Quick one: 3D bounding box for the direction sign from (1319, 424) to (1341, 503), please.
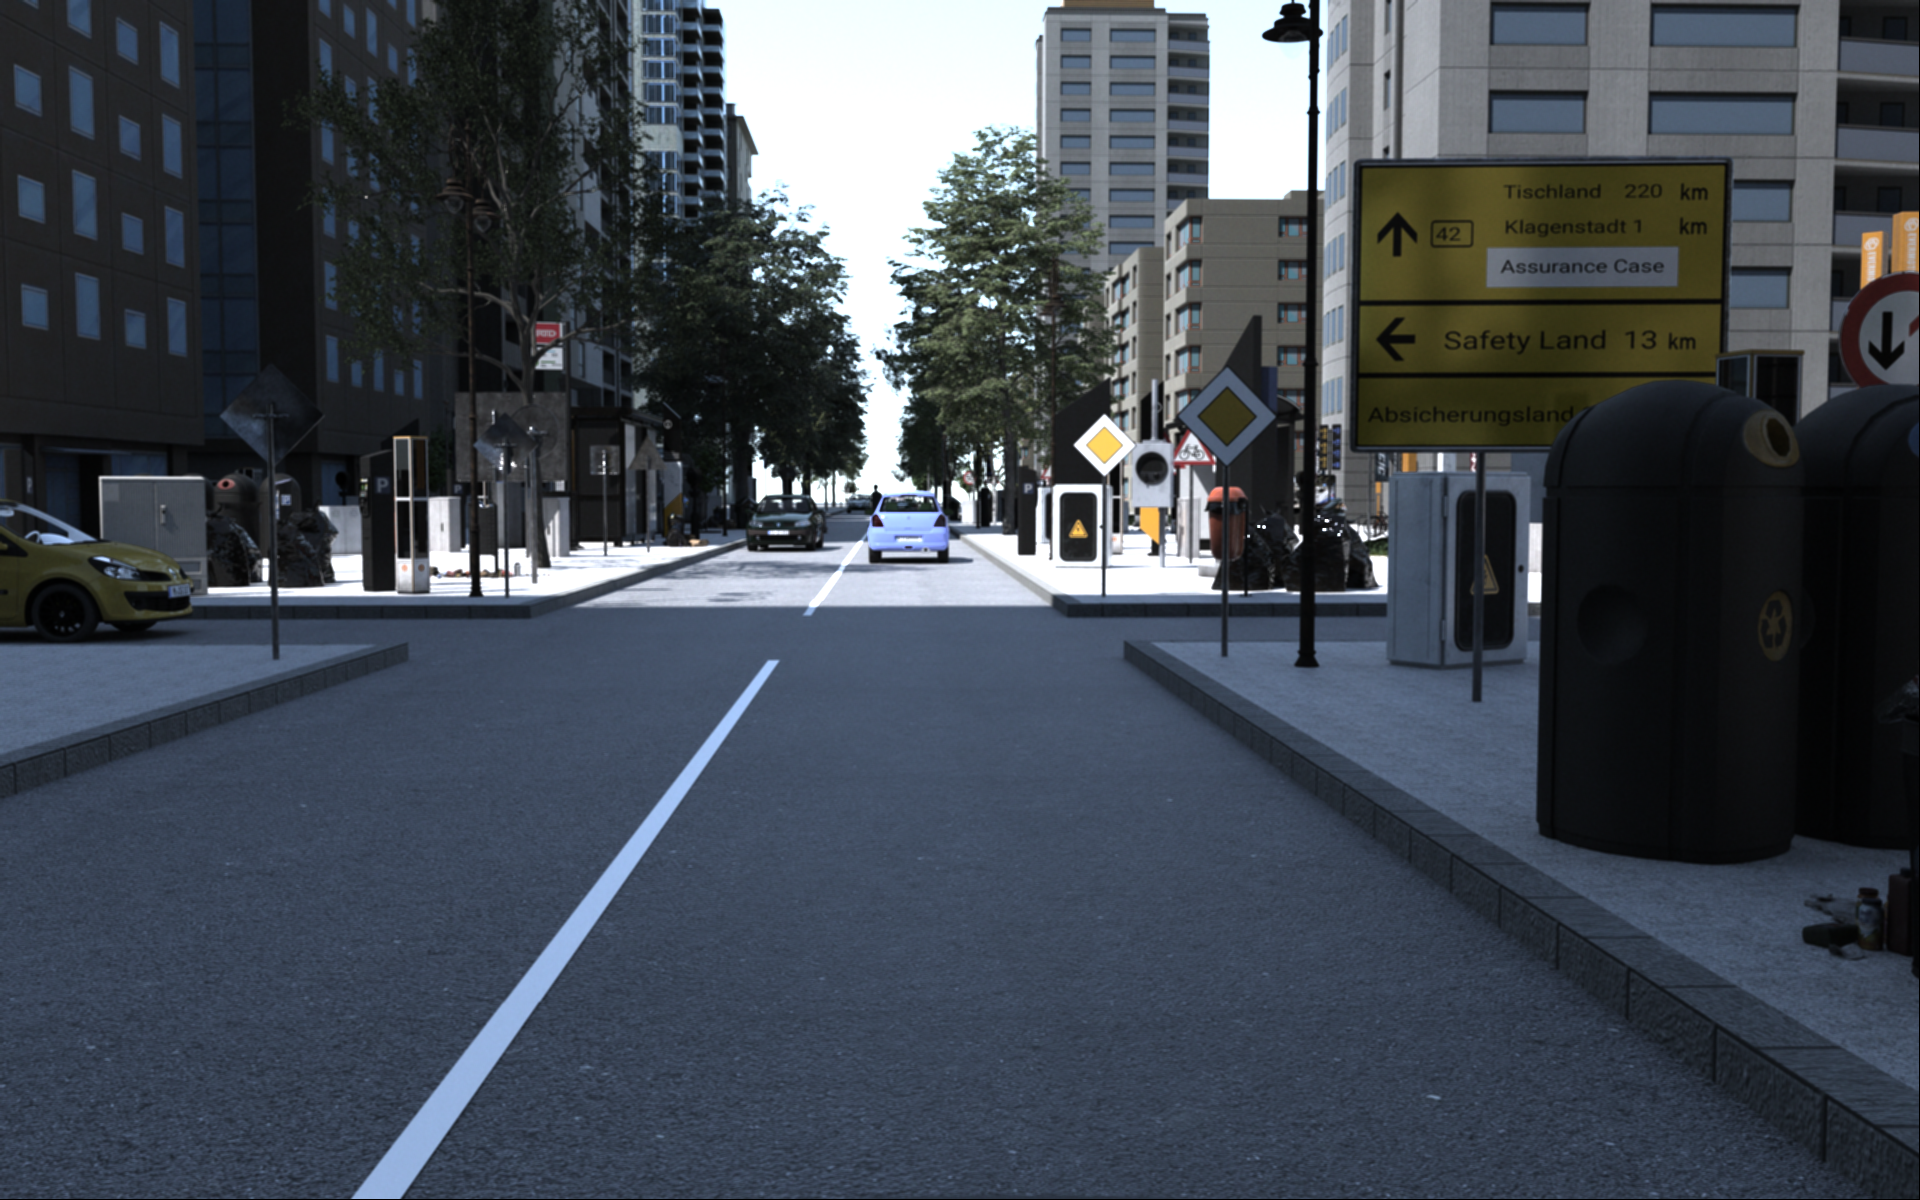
[{"bbox_3d":[12.059,-3.946,56.516,0.379,3.537,0.876,-3,4,-38],"label":"direction sign"}]

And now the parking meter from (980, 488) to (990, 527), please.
[{"bbox_3d":[0.987,-3.629,67.749,0.372,1.533,0.369,0,3,0],"label":"parking meter"}]

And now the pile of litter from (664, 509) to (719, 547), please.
[{"bbox_3d":[-6.723,-1.746,42.511,1.176,0.858,1.719,0,4,2],"label":"pile of litter"}]

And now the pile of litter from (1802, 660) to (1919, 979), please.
[{"bbox_3d":[2.943,0.573,4.602,1.176,0.858,1.719,1,4,11],"label":"pile of litter"}]

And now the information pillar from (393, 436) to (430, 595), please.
[{"bbox_3d":[-7.029,-1.084,22.220,0.304,2.012,0.304,2,4,28],"label":"information pillar"}]

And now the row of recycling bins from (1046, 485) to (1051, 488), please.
[{"bbox_3d":[3.868,-4.588,82.120,1.069,1.692,3.534,1,4,15],"label":"row of recycling bins"}]

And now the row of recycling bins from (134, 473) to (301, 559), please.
[{"bbox_3d":[-14.989,-1.691,34.763,3.534,1.692,1.069,0,4,0],"label":"row of recycling bins"}]

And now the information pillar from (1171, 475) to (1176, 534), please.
[{"bbox_3d":[7.030,-3.164,56.223,0.304,2.012,0.304,2,4,26],"label":"information pillar"}]

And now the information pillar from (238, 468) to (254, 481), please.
[{"bbox_3d":[-19.999,-2.695,48.561,0.304,2.012,0.304,3,4,37],"label":"information pillar"}]

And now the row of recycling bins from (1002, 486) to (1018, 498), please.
[{"bbox_3d":[2.368,-4.175,75.378,1.069,1.692,3.534,0,4,-4],"label":"row of recycling bins"}]

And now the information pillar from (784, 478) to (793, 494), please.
[{"bbox_3d":[-7.767,-4.518,78.358,0.304,2.012,0.304,-2,4,-32],"label":"information pillar"}]

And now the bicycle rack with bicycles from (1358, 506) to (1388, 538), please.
[{"bbox_3d":[13.241,-2.354,51.865,2.925,0.926,2.852,0,4,-2],"label":"bicycle rack with bicycles"}]

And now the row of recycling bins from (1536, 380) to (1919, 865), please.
[{"bbox_3d":[3.929,0.034,6.564,3.534,1.692,1.069,0,4,-6],"label":"row of recycling bins"}]

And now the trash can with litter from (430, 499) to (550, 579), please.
[{"bbox_3d":[-7.674,-0.977,27.038,2.233,1.210,1.678,2,4,25],"label":"trash can with litter"}]

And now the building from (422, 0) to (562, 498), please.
[{"bbox_3d":[-28.461,-19.269,86.750,14.160,30.474,14.107,0,4,-2],"label":"building"}]

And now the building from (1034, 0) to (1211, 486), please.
[{"bbox_3d":[19.718,-41.041,213.021,21.231,58.520,28.212,0,4,-2],"label":"building"}]

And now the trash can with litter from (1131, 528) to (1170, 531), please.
[{"bbox_3d":[6.894,-3.066,61.191,1.678,1.210,2.233,1,4,21],"label":"trash can with litter"}]

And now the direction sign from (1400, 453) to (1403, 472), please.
[{"bbox_3d":[15.886,-4.298,62.267,0.379,3.537,0.876,0,4,7],"label":"direction sign"}]

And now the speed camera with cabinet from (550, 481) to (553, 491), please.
[{"bbox_3d":[-19.042,-5.302,81.020,2.038,3.252,0.660,3,4,38],"label":"speed camera with cabinet"}]

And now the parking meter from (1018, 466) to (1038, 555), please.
[{"bbox_3d":[1.418,-1.868,36.253,0.399,1.863,0.255,-1,4,-8],"label":"parking meter"}]

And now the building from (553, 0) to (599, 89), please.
[{"bbox_3d":[-37.834,-31.745,108.261,28.713,52.752,27.495,0,4,-2],"label":"building"}]

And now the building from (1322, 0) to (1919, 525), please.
[{"bbox_3d":[26.516,-32.496,73.307,21.231,58.520,28.212,0,4,-2],"label":"building"}]

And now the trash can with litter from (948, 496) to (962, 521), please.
[{"bbox_3d":[-0.063,-4.372,82.869,1.055,1.170,0.624,2,4,32],"label":"trash can with litter"}]

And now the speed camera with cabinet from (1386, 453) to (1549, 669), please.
[{"bbox_3d":[4.210,-1.159,13.291,2.038,3.252,0.660,-2,4,-33],"label":"speed camera with cabinet"}]

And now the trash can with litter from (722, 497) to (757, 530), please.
[{"bbox_3d":[-8.030,-3.133,62.618,0.624,1.170,1.055,3,5,44],"label":"trash can with litter"}]

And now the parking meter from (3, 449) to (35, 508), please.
[{"bbox_3d":[-12.320,-1.040,22.713,0.255,1.863,0.399,-1,4,-11],"label":"parking meter"}]

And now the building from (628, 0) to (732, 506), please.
[{"bbox_3d":[-38.238,-54.671,206.549,22.319,86.520,31.000,0,4,-2],"label":"building"}]

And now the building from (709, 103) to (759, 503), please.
[{"bbox_3d":[-42.650,-39.631,237.199,28.713,52.752,27.495,0,4,-2],"label":"building"}]

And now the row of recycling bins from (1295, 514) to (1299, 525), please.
[{"bbox_3d":[13.791,-3.976,72.119,3.534,1.692,1.069,3,5,42],"label":"row of recycling bins"}]

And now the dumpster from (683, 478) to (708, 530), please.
[{"bbox_3d":[-9.756,-3.457,62.282,1.264,1.857,1.865,0,4,-2],"label":"dumpster"}]

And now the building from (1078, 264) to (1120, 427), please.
[{"bbox_3d":[25.169,-18.359,145.208,27.650,21.520,28.899,0,4,-2],"label":"building"}]

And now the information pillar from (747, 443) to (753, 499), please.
[{"bbox_3d":[-9.632,-5.341,78.674,0.504,3.616,0.183,0,4,-5],"label":"information pillar"}]

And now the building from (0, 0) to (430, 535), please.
[{"bbox_3d":[-28.856,-25.324,64.155,14.600,45.320,14.200,0,4,-2],"label":"building"}]

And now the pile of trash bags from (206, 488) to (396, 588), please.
[{"bbox_3d":[-9.194,-0.895,24.391,3.447,1.369,1.912,0,4,4],"label":"pile of trash bags"}]

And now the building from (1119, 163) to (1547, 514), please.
[{"bbox_3d":[26.521,-16.597,116.393,27.650,21.520,28.899,0,4,-2],"label":"building"}]

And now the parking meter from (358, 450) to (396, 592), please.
[{"bbox_3d":[-7.674,-1.046,22.806,0.255,1.863,0.399,3,5,42],"label":"parking meter"}]

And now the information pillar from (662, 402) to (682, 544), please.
[{"bbox_3d":[-7.362,-3.238,44.298,0.504,3.616,0.183,1,4,16],"label":"information pillar"}]

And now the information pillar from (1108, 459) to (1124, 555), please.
[{"bbox_3d":[3.278,-1.956,36.475,0.304,2.012,0.304,1,4,13],"label":"information pillar"}]

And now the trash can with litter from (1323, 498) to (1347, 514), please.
[{"bbox_3d":[10.900,-2.449,51.433,1.055,1.170,0.624,-1,4,-16],"label":"trash can with litter"}]

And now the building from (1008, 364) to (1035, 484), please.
[{"bbox_3d":[21.415,-24.324,242.734,27.650,21.520,28.899,0,4,-2],"label":"building"}]

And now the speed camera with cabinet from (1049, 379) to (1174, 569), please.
[{"bbox_3d":[2.645,-2.174,29.887,2.038,3.252,0.660,1,4,12],"label":"speed camera with cabinet"}]

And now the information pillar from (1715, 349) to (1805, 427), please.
[{"bbox_3d":[4.123,-0.276,8.997,0.304,2.012,0.304,-1,4,-11],"label":"information pillar"}]

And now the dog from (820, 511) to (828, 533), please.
[{"bbox_3d":[-5.121,-2.860,63.595,0.513,0.831,0.800,2,4,30],"label":"dog"}]

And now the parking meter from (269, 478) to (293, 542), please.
[{"bbox_3d":[-10.930,-1.192,27.898,0.372,1.533,0.369,0,3,0],"label":"parking meter"}]

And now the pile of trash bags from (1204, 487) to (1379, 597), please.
[{"bbox_3d":[4.181,-0.808,22.961,1.912,1.369,3.447,2,4,34],"label":"pile of trash bags"}]

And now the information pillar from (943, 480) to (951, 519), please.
[{"bbox_3d":[-0.703,-5.290,90.979,0.304,2.012,0.304,2,4,32],"label":"information pillar"}]

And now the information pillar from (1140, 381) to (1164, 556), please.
[{"bbox_3d":[3.979,-2.718,35.799,0.504,3.616,0.183,0,4,3],"label":"information pillar"}]

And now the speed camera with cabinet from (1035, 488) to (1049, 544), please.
[{"bbox_3d":[2.792,-3.089,44.839,2.038,3.252,0.660,-2,4,-32],"label":"speed camera with cabinet"}]

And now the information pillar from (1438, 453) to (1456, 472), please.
[{"bbox_3d":[7.621,-2.188,27.122,0.183,3.616,0.504,3,5,41],"label":"information pillar"}]

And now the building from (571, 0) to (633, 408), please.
[{"bbox_3d":[-33.983,-42.435,132.072,20.563,71.187,20.611,0,4,-2],"label":"building"}]

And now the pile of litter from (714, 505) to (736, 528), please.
[{"bbox_3d":[-8.904,-3.159,65.612,1.176,0.858,1.719,3,4,38],"label":"pile of litter"}]

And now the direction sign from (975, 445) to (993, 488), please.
[{"bbox_3d":[1.131,-5.418,80.580,0.876,3.537,0.379,1,4,22],"label":"direction sign"}]

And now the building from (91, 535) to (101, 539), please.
[{"bbox_3d":[-28.677,-23.968,41.989,14.600,45.320,14.200,0,4,-2],"label":"building"}]

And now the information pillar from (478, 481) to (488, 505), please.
[{"bbox_3d":[-10.314,-2.000,37.198,0.304,2.012,0.304,0,4,-3],"label":"information pillar"}]

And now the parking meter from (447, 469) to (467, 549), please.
[{"bbox_3d":[-11.855,-2.146,40.806,0.399,1.863,0.255,-3,4,-37],"label":"parking meter"}]
